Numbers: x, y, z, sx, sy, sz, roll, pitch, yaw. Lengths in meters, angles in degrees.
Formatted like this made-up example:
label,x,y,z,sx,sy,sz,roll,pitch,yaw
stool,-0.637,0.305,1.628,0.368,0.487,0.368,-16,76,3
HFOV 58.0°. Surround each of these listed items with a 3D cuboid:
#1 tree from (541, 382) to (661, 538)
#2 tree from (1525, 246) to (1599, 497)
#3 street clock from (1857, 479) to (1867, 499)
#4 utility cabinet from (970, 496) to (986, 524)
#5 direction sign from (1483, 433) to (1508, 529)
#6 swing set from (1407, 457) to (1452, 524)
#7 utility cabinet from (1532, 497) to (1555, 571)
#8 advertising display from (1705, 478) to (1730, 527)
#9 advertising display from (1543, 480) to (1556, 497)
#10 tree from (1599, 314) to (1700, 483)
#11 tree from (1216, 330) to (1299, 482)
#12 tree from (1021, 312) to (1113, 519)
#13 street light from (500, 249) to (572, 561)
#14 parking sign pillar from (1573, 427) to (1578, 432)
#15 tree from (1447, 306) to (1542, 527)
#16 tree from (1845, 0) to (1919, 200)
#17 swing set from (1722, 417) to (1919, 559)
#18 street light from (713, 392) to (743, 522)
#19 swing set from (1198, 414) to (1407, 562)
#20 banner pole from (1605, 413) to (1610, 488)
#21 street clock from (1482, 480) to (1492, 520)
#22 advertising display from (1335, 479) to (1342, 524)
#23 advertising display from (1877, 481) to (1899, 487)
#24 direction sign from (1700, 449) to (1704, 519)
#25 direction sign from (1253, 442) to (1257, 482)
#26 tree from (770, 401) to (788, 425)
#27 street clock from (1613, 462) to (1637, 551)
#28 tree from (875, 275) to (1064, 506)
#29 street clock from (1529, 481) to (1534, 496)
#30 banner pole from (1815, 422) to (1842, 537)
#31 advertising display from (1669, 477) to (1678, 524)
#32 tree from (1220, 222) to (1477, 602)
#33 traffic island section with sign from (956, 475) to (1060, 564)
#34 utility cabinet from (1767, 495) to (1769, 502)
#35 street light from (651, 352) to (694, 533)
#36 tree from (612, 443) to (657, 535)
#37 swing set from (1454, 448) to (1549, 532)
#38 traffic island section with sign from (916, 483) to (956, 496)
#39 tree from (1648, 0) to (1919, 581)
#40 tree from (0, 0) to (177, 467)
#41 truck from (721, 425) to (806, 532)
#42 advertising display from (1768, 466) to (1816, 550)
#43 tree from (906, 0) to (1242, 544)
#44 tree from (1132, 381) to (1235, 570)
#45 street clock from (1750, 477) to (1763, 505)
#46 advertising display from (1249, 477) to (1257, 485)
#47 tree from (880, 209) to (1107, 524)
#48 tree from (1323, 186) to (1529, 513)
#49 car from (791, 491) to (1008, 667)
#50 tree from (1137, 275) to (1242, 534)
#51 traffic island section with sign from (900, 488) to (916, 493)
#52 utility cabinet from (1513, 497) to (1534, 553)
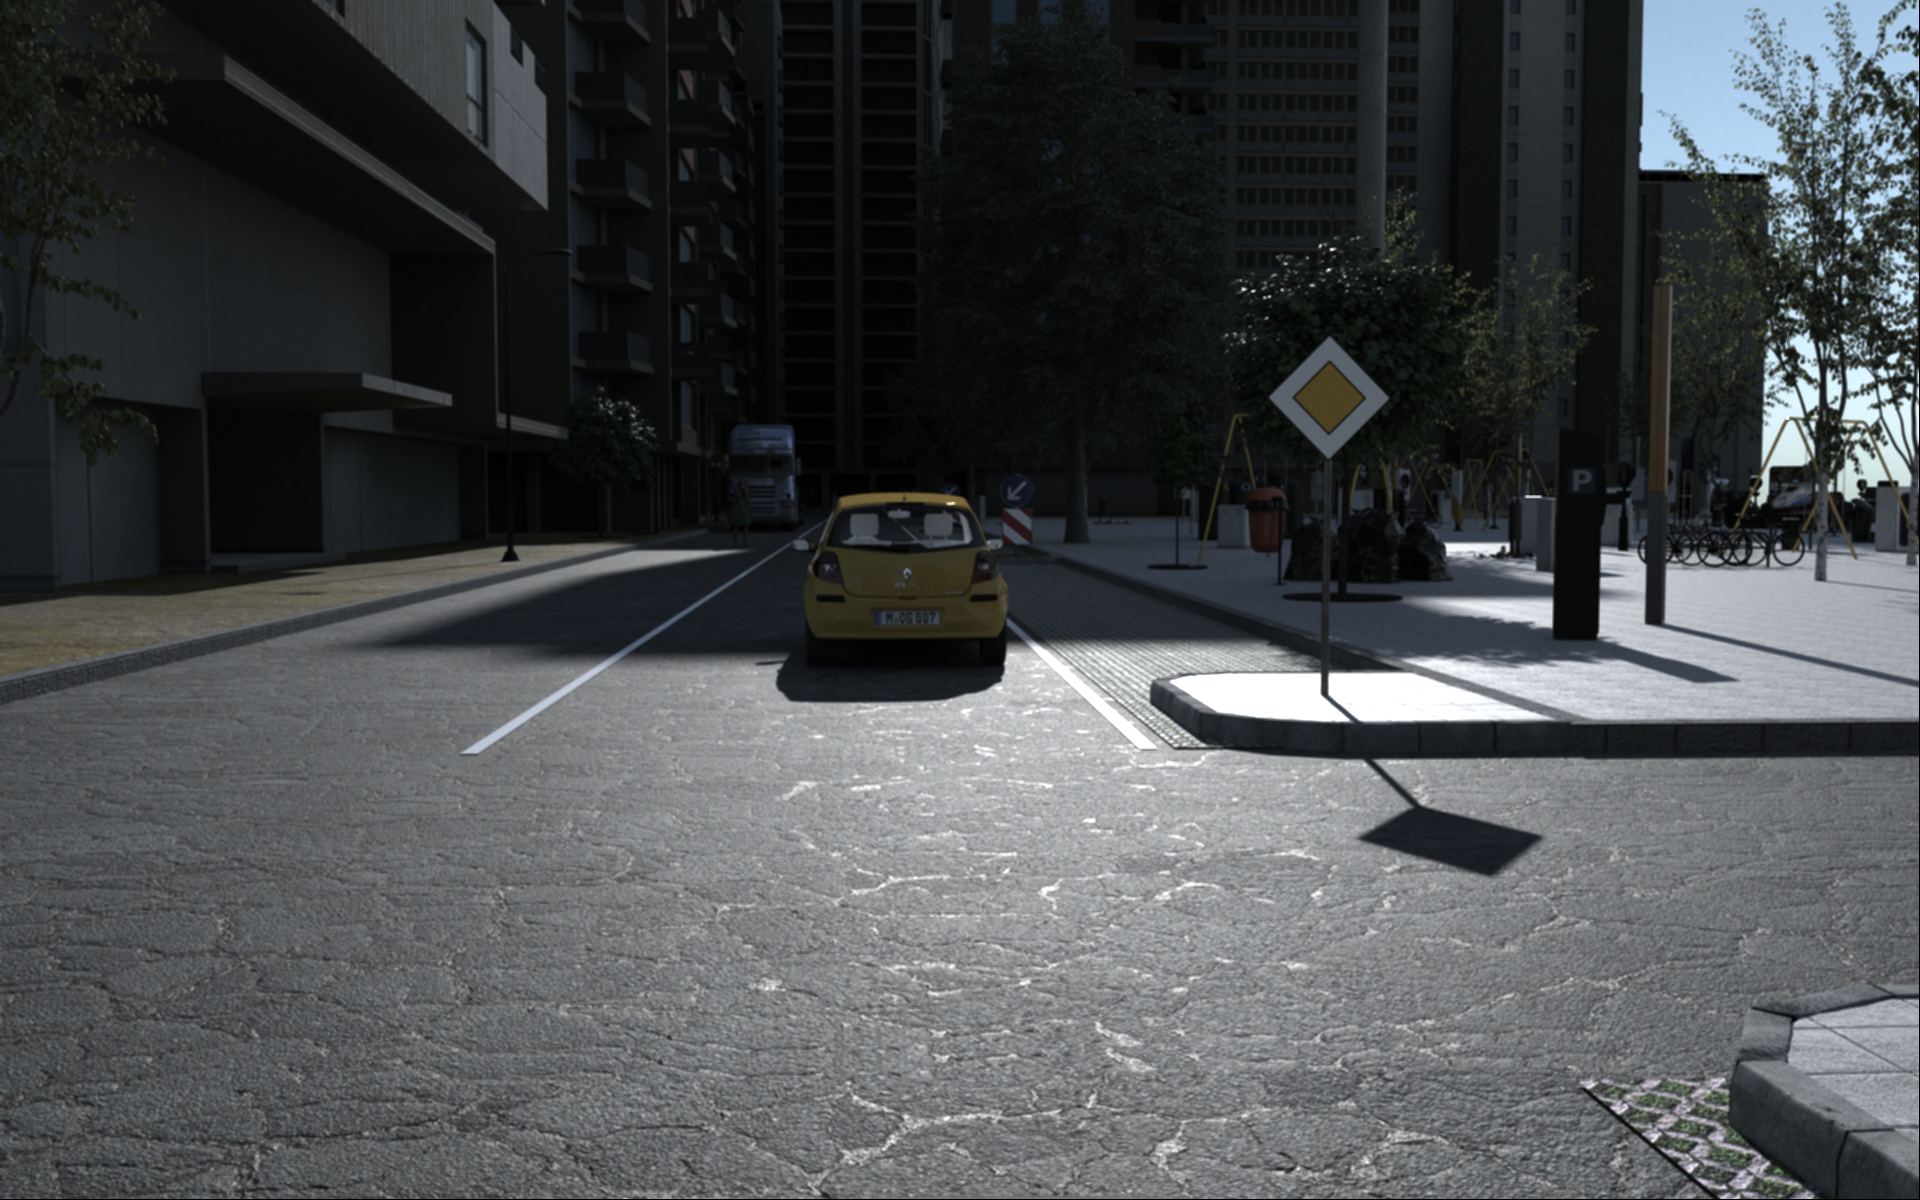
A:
label,x,y,z,sx,sy,sz,roll,pitch,yaw
tree,-10.537,-4.105,50.826,4.285,4.588,4.351,0,3,0
tree,16.648,-6.178,51.374,4.360,8.622,3.978,0,3,0
street clock,44.628,-4.964,85.729,0.471,2.002,0.358,-2,4,-26
utility cabinet,0.765,-3.884,74.669,0.306,1.237,1.020,-2,4,-25
direction sign,19.745,-4.399,63.913,0.876,3.537,0.379,0,3,0
swing set,18.998,-4.522,71.554,2.862,2.851,3.119,0,4,-5
utility cabinet,10.119,-1.096,29.075,1.020,1.237,0.306,-2,4,-34
advertising display,29.478,-3.804,67.413,0.974,1.923,0.123,0,4,-7
advertising display,28.104,-4.700,82.060,0.974,1.923,0.123,0,4,3
tree,28.787,-7.417,71.636,4.737,8.622,4.395,0,3,0
tree,12.802,-7.565,74.049,4.737,8.622,4.395,0,3,0
tree,4.350,-6.911,63.359,4.737,8.622,4.395,0,3,0
street light,-8.063,-3.698,33.000,1.470,5.913,1.316,0,4,-3
parking sign pillar,24.922,-4.999,70.200,1.447,3.967,1.447,0,4,7
tree,20.517,-7.134,67.009,4.737,8.622,4.395,0,3,0
tree,10.568,-3.993,15.641,4.737,8.622,4.395,0,3,0
swing set,17.940,-2.351,36.052,3.119,2.851,2.862,-3,4,-36
street light,-10.609,-6.528,79.268,1.470,5.913,1.316,0,4,-3
swing set,6.431,-2.174,33.170,3.119,2.851,2.862,3,4,38
banner pole,20.121,-3.906,53.886,0.401,3.779,0.863,1,4,23
street clock,26.432,-5.035,86.884,0.358,2.002,0.471,-1,4,-18
advertising display,16.434,-4.232,74.406,0.123,1.923,0.974,3,5,43
advertising display,45.057,-4.827,84.142,0.123,1.923,0.974,-2,4,-32
direction sign,37.467,-5.854,87.717,0.379,3.537,0.876,0,4,5
direction sign,10.399,-4.228,61.128,0.379,3.537,0.876,1,4,17
tree,-15.270,-11.194,133.379,4.360,8.622,3.978,0,3,0
street clock,15.078,-2.126,39.326,0.471,2.002,0.358,2,4,30
tree,0.428,-10.412,87.247,9.611,12.733,9.660,0,3,0
street clock,28.162,-4.971,85.840,0.358,2.002,0.471,-2,4,-35
banner pole,26.217,-3.810,52.316,0.401,3.779,0.863,-3,5,-45
advertising display,25.881,-3.580,63.753,0.974,1.923,0.123,0,4,8
tree,4.644,-2.284,21.056,4.285,4.588,4.351,0,3,0
traffic island section with sign,1.006,-1.671,35.949,1.989,1.847,2.006,0,4,-3
utility cabinet,41.001,-4.624,86.760,1.020,1.237,0.306,0,4,8
street light,-9.413,-5.151,56.766,1.470,5.913,1.316,0,4,-3
tree,-10.098,-3.694,54.994,1.663,3.219,1.824,0,3,0
swing set,19.217,-3.839,60.388,2.862,2.851,3.119,0,4,-1
traffic island section with sign,-0.490,-3.353,63.456,1.989,1.847,2.006,0,4,-3
tree,12.506,-4.589,25.395,4.360,8.622,3.978,0,3,0
tree,-8.633,-3.946,14.884,4.737,8.622,4.395,0,3,0
truck,-7.952,-5.082,72.845,2.967,4.110,18.799,0,4,-4
advertising display,19.176,-2.124,39.937,0.974,1.923,0.123,3,5,40
tree,3.075,-8.443,44.693,9.857,13.997,8.962,0,3,0
tree,3.741,-2.145,29.665,1.663,3.219,1.824,0,3,0
street clock,33.946,-4.241,73.903,0.471,2.002,0.358,-1,4,-12
advertising display,10.911,-3.628,64.527,0.123,1.923,0.974,1,4,19
tree,2.210,-9.972,73.411,12.009,13.543,11.850,0,3,0
tree,10.450,-5.568,41.392,4.360,8.622,3.978,0,3,0
car,-0.550,-0.345,15.861,2.015,1.641,3.980,0,4,-4
tree,7.379,-6.443,55.713,4.360,8.622,3.978,0,3,0
traffic island section with sign,-4.630,-8.032,139.947,1.989,1.847,2.006,0,4,-3
utility cabinet,12.619,-1.633,37.865,1.020,1.237,0.306,1,4,17
